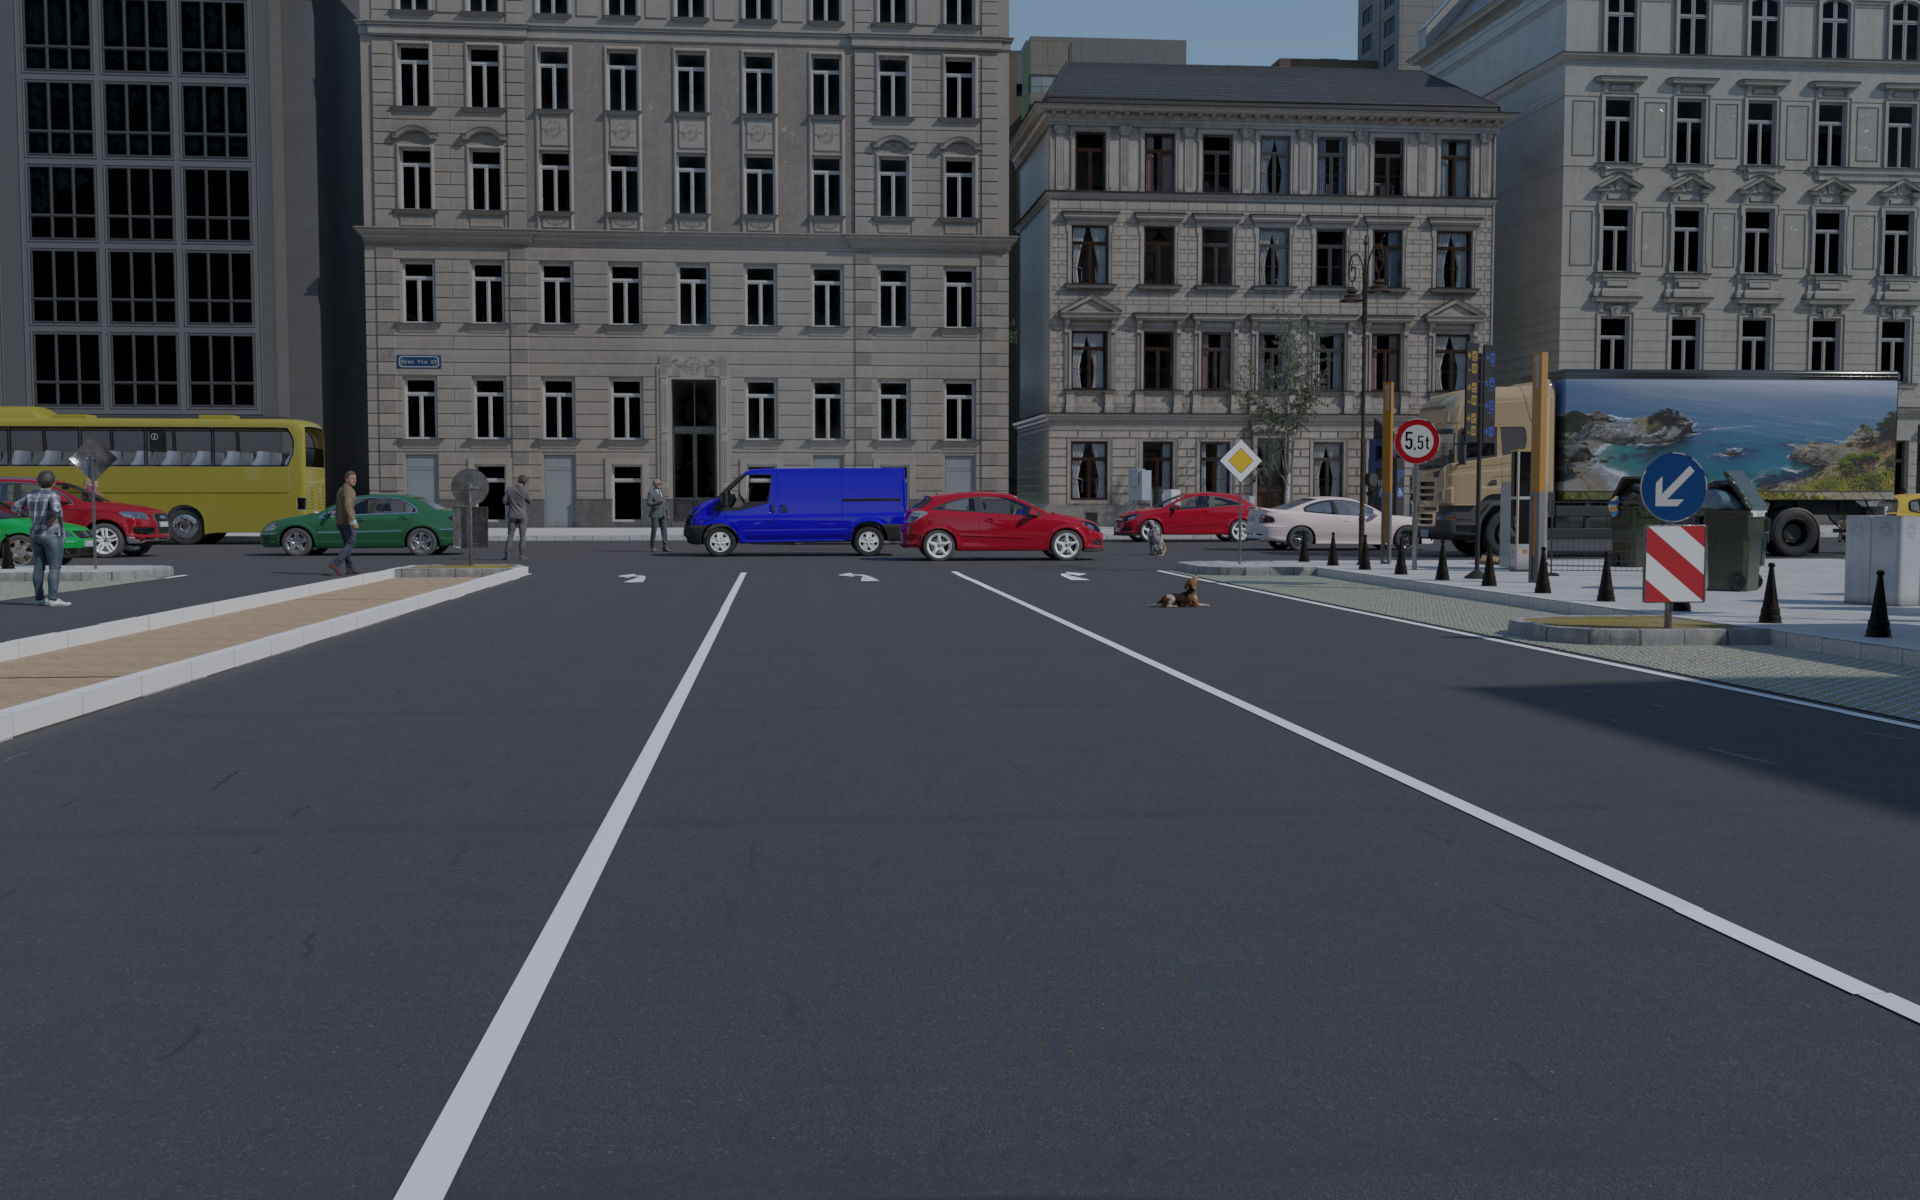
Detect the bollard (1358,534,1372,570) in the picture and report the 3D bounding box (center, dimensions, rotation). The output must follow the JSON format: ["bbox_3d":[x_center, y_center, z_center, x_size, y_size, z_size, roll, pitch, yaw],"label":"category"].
[{"bbox_3d":[6.854,-0.812,29.310,0.229,0.601,0.229,0,3,0],"label":"bollard"}]

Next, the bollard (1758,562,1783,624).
[{"bbox_3d":[8.078,-0.074,17.252,0.229,0.601,0.229,0,3,0],"label":"bollard"}]

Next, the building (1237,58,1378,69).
[{"bbox_3d":[32.811,-32.161,175.947,14.200,45.320,14.600,0,4,-6],"label":"building"}]

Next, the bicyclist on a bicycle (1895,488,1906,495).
[{"bbox_3d":[26.342,-2.349,48.428,1.625,1.676,1.499,0,4,-6],"label":"bicyclist on a bicycle"}]

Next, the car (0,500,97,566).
[{"bbox_3d":[-19.269,-1.511,33.499,4.718,1.807,1.959,0,4,-5],"label":"car"}]

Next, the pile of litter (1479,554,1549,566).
[{"bbox_3d":[10.044,-1.072,31.485,1.176,0.858,1.719,0,4,-2],"label":"pile of litter"}]

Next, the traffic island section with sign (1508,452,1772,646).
[{"bbox_3d":[6.588,-0.524,17.194,1.989,1.847,2.006,0,4,-6],"label":"traffic island section with sign"}]

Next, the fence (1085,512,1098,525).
[{"bbox_3d":[4.338,-2.558,57.197,0.278,0.683,2.069,0,4,-7],"label":"fence"}]

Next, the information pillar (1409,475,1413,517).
[{"bbox_3d":[17.113,-3.714,65.213,0.304,2.012,0.304,-1,4,-11],"label":"information pillar"}]

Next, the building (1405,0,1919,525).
[{"bbox_3d":[44.649,-18.518,79.180,44.131,29.872,17.030,0,4,-6],"label":"building"}]

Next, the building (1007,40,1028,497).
[{"bbox_3d":[10.608,-31.995,173.237,14.600,45.320,14.200,0,4,-6],"label":"building"}]

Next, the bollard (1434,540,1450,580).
[{"bbox_3d":[7.206,-0.600,25.857,0.229,0.601,0.229,0,3,0],"label":"bollard"}]

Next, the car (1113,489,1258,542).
[{"bbox_3d":[6.853,-2.652,52.396,4.494,1.783,2.155,0,4,-7],"label":"car"}]

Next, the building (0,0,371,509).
[{"bbox_3d":[-36.541,-16.858,69.132,24.014,27.812,14.314,0,4,-6],"label":"building"}]

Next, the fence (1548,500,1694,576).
[{"bbox_3d":[10.333,-0.969,27.041,2.264,1.192,0.480,1,4,10],"label":"fence"}]

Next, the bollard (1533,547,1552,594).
[{"bbox_3d":[7.551,-0.390,22.422,0.229,0.601,0.229,0,3,0],"label":"bollard"}]

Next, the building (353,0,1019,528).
[{"bbox_3d":[-10.679,-16.736,70.890,25.104,27.353,12.463,0,4,-6],"label":"building"}]

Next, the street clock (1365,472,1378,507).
[{"bbox_3d":[13.781,-3.274,58.104,0.471,2.002,0.358,-3,4,-36],"label":"street clock"}]

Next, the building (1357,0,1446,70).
[{"bbox_3d":[50.392,-45.018,174.291,20.611,71.187,20.563,0,4,-6],"label":"building"}]

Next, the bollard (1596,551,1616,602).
[{"bbox_3d":[7.724,-0.285,20.694,0.229,0.601,0.229,0,3,0],"label":"bollard"}]

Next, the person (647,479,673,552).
[{"bbox_3d":[-7.411,-2.090,42.845,0.590,1.801,0.661,3,4,36],"label":"person"}]

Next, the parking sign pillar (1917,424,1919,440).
[{"bbox_3d":[37.580,-4.783,66.680,1.447,3.967,1.447,0,4,4],"label":"parking sign pillar"}]

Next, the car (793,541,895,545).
[{"bbox_3d":[-3.327,-2.268,49.657,3.894,1.354,1.945,0,4,-5],"label":"car"}]

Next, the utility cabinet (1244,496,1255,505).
[{"bbox_3d":[9.615,-2.934,59.136,0.306,1.237,1.020,-2,4,-35],"label":"utility cabinet"}]

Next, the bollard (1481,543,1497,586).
[{"bbox_3d":[7.380,-0.495,24.141,0.229,0.601,0.229,0,3,0],"label":"bollard"}]

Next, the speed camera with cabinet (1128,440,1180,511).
[{"bbox_3d":[7.095,-4.213,63.219,0.660,3.252,2.038,-3,5,-44],"label":"speed camera with cabinet"}]

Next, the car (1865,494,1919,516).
[{"bbox_3d":[23.573,-1.924,41.683,3.980,1.641,2.015,0,4,-6],"label":"car"}]

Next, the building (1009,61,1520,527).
[{"bbox_3d":[11.899,-12.729,72.742,19.286,19.102,10.561,0,4,-6],"label":"building"}]

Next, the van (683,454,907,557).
[{"bbox_3d":[-3.811,-2.207,40.471,5.245,2.365,2.240,0,4,-6],"label":"van"}]

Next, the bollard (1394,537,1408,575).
[{"bbox_3d":[7.029,-0.707,27.593,0.229,0.601,0.229,0,3,0],"label":"bollard"}]

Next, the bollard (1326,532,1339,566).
[{"bbox_3d":[6.683,-0.917,31.027,0.229,0.601,0.229,0,3,0],"label":"bollard"}]

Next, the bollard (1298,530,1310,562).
[{"bbox_3d":[6.508,-1.022,32.750,0.229,0.601,0.229,0,3,0],"label":"bollard"}]

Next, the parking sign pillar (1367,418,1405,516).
[{"bbox_3d":[14.955,-4.423,60.788,1.447,3.967,1.447,-3,4,-36],"label":"parking sign pillar"}]

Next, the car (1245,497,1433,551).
[{"bbox_3d":[9.767,-1.968,44.535,4.827,1.381,2.083,0,4,-8],"label":"car"}]

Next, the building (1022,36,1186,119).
[{"bbox_3d":[12.409,-29.098,159.355,14.154,41.232,14.086,0,4,-6],"label":"building"}]

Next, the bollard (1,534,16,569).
[{"bbox_3d":[-16.319,-0.834,29.673,0.229,0.601,0.229,0,3,0],"label":"bollard"}]

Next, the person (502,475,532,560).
[{"bbox_3d":[-9.617,-1.789,37.553,0.655,1.846,0.447,0,4,-7],"label":"person"}]

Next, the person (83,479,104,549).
[{"bbox_3d":[-22.369,-2.208,44.574,0.573,1.828,0.580,-1,4,-12],"label":"person"}]

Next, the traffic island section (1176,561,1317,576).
[{"bbox_3d":[5.126,-0.573,31.643,2.009,0.180,2.903,0,4,-6],"label":"traffic island section"}]

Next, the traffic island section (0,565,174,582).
[{"bbox_3d":[-14.815,-0.450,29.639,2.009,0.180,2.903,0,4,-6],"label":"traffic island section"}]

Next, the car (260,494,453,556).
[{"bbox_3d":[-13.953,-1.781,40.923,4.920,1.459,2.131,0,4,-6],"label":"car"}]

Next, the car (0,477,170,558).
[{"bbox_3d":[-20.883,-1.886,39.515,5.304,1.827,2.281,0,4,-6],"label":"car"}]

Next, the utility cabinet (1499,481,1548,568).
[{"bbox_3d":[9.603,-1.273,29.494,0.318,1.500,1.173,0,4,-7],"label":"utility cabinet"}]

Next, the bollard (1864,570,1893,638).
[{"bbox_3d":[8.248,0.031,15.535,0.229,0.601,0.229,0,3,0],"label":"bollard"}]

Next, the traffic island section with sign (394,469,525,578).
[{"bbox_3d":[-8.734,-1.367,30.487,2.006,1.907,1.989,0,4,-6],"label":"traffic island section with sign"}]

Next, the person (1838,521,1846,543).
[{"bbox_3d":[26.244,-2.139,51.392,0.347,0.859,0.695,2,4,30],"label":"person"}]

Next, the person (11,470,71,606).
[{"bbox_3d":[-11.736,-0.795,22.217,0.841,1.734,0.376,2,4,28],"label":"person"}]

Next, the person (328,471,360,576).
[{"bbox_3d":[-10.853,-1.360,30.641,0.656,1.842,0.836,1,4,20],"label":"person"}]

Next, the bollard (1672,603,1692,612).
[{"bbox_3d":[7.907,-0.180,18.977,0.229,0.601,0.229,0,3,0],"label":"bollard"}]

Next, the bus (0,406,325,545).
[{"bbox_3d":[-24.758,-3.542,49.455,12.252,3.916,2.896,0,4,-7],"label":"bus"}]

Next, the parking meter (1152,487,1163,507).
[{"bbox_3d":[6.776,-3.121,59.444,0.372,1.533,0.369,0,3,0],"label":"parking meter"}]

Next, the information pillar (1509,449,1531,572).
[{"bbox_3d":[9.289,-1.476,28.619,0.304,2.012,0.304,0,4,-4],"label":"information pillar"}]

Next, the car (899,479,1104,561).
[{"bbox_3d":[0.919,-1.761,37.829,4.494,1.783,2.155,0,4,-5],"label":"car"}]
